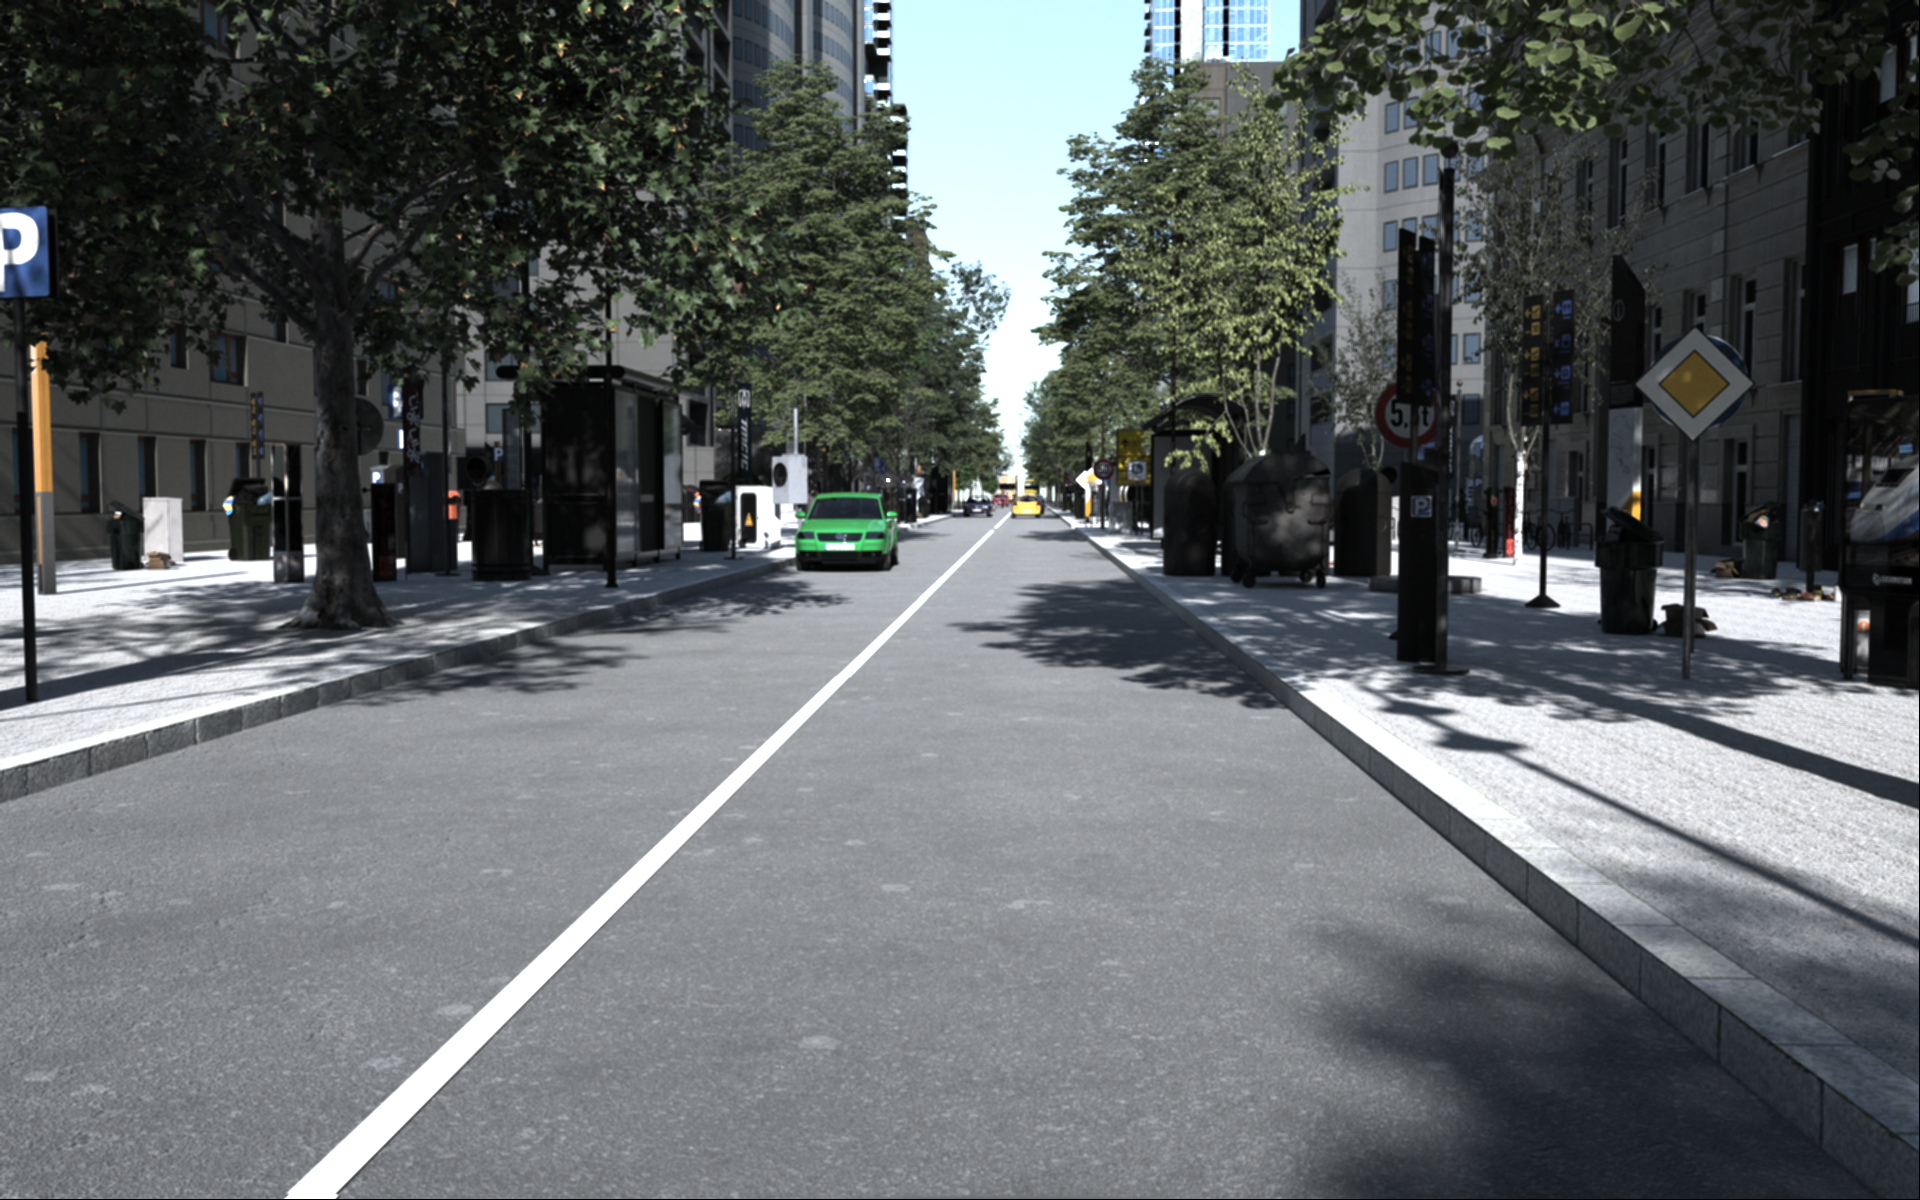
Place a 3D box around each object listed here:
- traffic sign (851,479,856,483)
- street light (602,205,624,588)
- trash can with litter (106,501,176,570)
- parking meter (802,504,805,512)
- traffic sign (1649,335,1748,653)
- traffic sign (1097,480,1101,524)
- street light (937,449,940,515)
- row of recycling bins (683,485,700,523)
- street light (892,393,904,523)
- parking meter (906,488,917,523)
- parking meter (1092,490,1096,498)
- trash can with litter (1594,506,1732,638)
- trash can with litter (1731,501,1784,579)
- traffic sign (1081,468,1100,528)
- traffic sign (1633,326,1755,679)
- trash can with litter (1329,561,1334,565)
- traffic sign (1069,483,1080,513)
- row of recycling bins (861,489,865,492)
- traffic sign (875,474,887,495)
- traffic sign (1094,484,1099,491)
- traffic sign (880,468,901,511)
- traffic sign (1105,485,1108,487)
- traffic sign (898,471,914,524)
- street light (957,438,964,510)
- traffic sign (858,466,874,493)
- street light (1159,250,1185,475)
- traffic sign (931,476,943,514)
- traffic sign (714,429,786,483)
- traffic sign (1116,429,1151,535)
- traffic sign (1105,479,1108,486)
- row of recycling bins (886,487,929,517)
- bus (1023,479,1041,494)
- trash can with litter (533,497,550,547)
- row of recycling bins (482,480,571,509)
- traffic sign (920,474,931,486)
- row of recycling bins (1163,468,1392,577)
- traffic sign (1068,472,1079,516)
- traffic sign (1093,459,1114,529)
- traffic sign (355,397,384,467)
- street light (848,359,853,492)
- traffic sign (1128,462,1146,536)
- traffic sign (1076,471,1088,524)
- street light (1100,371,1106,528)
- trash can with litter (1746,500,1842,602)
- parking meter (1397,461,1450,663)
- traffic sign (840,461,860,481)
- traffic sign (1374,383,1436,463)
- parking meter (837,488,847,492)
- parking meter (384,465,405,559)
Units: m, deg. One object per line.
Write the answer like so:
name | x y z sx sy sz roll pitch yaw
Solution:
traffic sign | -5.115 -4.884 79.965 0.768 2.556 0.104 1 4 8
street light | -4.787 -3.109 23.625 0.468 5.910 1.993 0 4 2
trash can with litter | -13.946 -1.109 29.517 1.055 1.170 0.624 -1 4 -10
parking meter | -9.057 -5.694 101.501 0.372 1.533 0.369 0 3 0
traffic sign | 5.886 -0.844 13.912 0.768 2.556 0.104 1 4 10
traffic sign | 5.799 -4.336 73.030 0.606 2.300 0.079 0 4 6
street light | -1.362 -8.302 108.523 0.468 5.910 1.993 0 4 2
row of recycling bins | -12.457 -4.262 76.800 1.069 1.692 3.534 1 4 11
street light | -2.701 -6.286 75.561 0.468 5.910 1.993 0 4 2
parking meter | -2.147 -4.272 78.252 0.372 1.533 0.369 0 3 0
parking meter | 9.341 -6.826 120.009 0.372 1.533 0.369 0 3 0
trash can with litter | 6.367 -0.272 15.830 1.055 1.170 0.624 3 5 41
trash can with litter | 11.861 -0.905 26.184 0.624 1.170 1.055 -2 4 -31
traffic sign | 5.017 -3.816 66.029 0.795 2.450 0.064 0 4 2
traffic sign | 5.049 -0.660 11.984 0.795 2.450 0.064 1 4 8
trash can with litter | 6.481 -1.236 31.265 2.233 1.210 1.678 -2 4 -27
traffic sign | 7.599 -7.060 115.431 0.884 2.594 0.081 1 4 10
row of recycling bins | -6.545 -8.316 143.084 3.534 1.692 1.069 -1 4 -20
traffic sign | -4.076 -5.339 89.425 0.606 2.300 0.079 0 4 5
traffic sign | 9.585 -7.500 122.726 0.768 2.556 0.104 0 4 8
traffic sign | -2.670 -3.836 66.360 0.795 2.450 0.064 0 4 2
traffic sign | 10.740 -7.512 122.819 0.884 2.594 0.081 0 4 7
traffic sign | -2.346 -4.324 74.339 0.795 2.450 0.064 0 4 2
street light | -0.073 -10.269 140.693 0.468 5.910 1.993 0 4 2
traffic sign | -4.321 -4.835 79.152 0.768 2.556 0.104 1 4 11
street light | 4.058 -3.677 32.907 0.468 5.910 1.993 0 4 2
traffic sign | -1.504 -6.781 112.049 0.795 2.450 0.064 1 4 12
traffic sign | -6.537 -3.674 53.935 2.265 3.308 0.079 0 4 4
traffic sign | 6.001 -3.675 53.957 2.265 3.308 0.079 0 4 3
traffic sign | 10.028 -7.060 115.532 0.768 2.556 0.104 1 4 9
row of recycling bins | -3.301 -5.473 96.596 3.534 1.692 1.069 -3 4 -37
bus | 11.550 -17.564 278.724 2.896 3.916 12.252 0 4 2
trash can with litter | -10.427 -1.925 42.523 2.233 1.210 1.678 3 4 36
row of recycling bins | -12.389 -2.670 50.769 3.534 1.692 1.069 0 4 -3
traffic sign | -2.241 -6.692 109.522 0.768 2.556 0.104 0 4 7
row of recycling bins | 4.978 -1.228 27.193 3.534 1.692 1.069 0 4 3
traffic sign | 6.777 -6.238 102.101 0.768 2.556 0.104 1 4 9
traffic sign | 5.193 -3.827 62.684 0.768 2.556 0.104 1 4 9
traffic sign | -7.961 -1.390 22.834 0.768 2.556 0.104 1 4 10
street light | -3.545 -5.077 55.797 0.468 5.910 1.993 0 4 2
traffic sign | 5.465 -3.141 53.490 0.606 2.300 0.079 1 4 12
traffic sign | 5.341 -4.304 74.007 0.795 2.450 0.064 0 4 2
street light | 5.365 -5.647 65.109 0.468 5.910 1.993 0 4 2
trash can with litter | 10.653 -0.632 21.392 1.678 1.210 2.233 2 4 29
parking meter | 3.561 -0.299 13.307 0.372 1.533 0.369 0 3 0
traffic sign | -4.234 -4.075 66.730 0.768 2.556 0.104 0 4 6
traffic sign | 4.995 -1.176 19.328 0.768 2.556 0.104 0 4 4
parking meter | -4.570 -3.590 67.110 0.372 1.533 0.369 0 3 0
parking meter | -11.226 -1.755 34.401 0.255 1.863 0.399 1 4 12
